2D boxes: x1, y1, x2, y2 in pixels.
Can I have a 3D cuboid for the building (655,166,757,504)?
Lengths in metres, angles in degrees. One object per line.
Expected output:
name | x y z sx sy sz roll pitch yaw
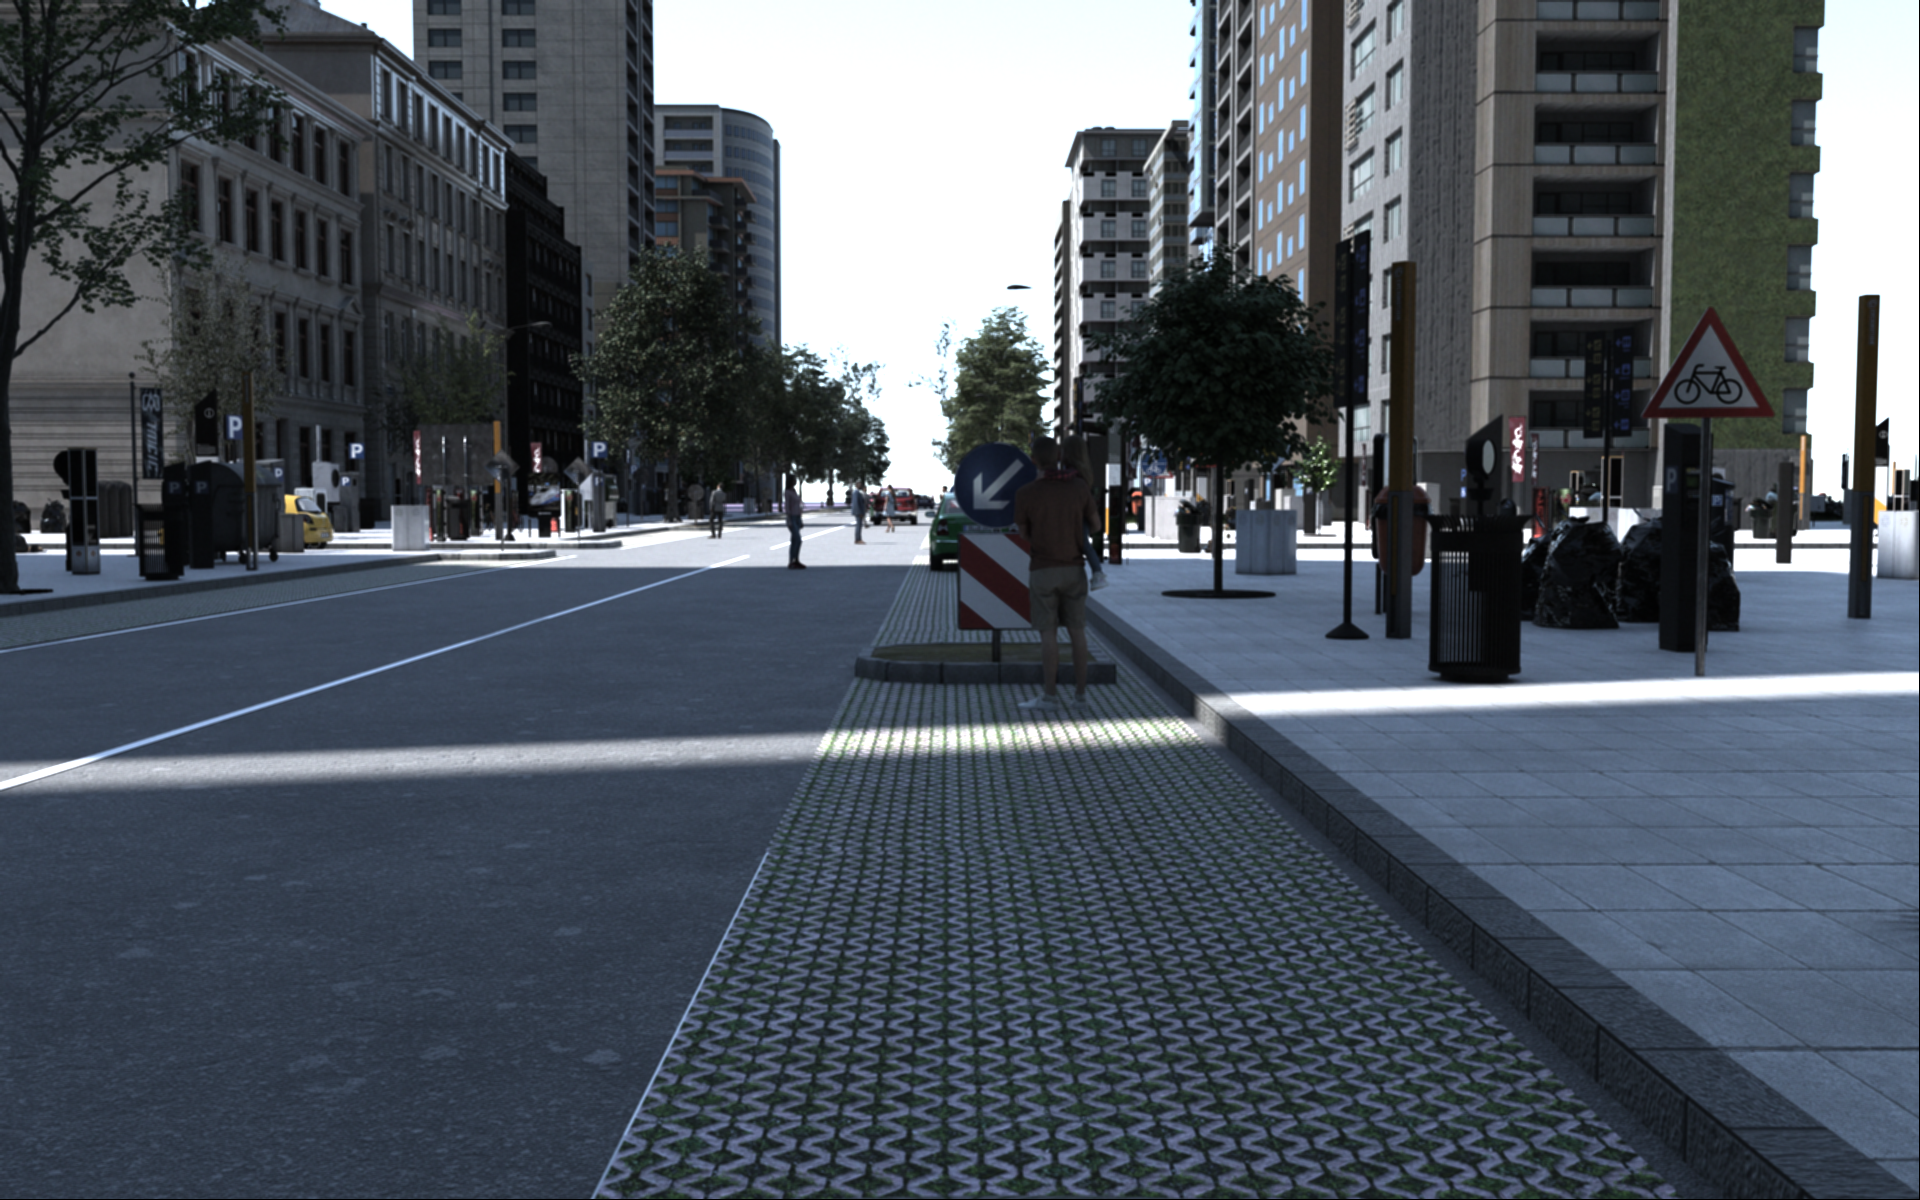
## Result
building | -39.147 -35.392 233.275 22.147 44.769 28.867 0 4 0

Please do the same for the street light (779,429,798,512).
street light | -12.163 -9.193 122.843 1.470 5.913 1.316 0 4 0

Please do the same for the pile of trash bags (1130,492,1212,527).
pile of trash bags | 8.482 -3.634 69.166 3.447 1.369 1.912 1 4 22

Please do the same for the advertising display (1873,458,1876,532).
advertising display | 16.254 -1.576 30.977 0.123 1.923 0.974 2 4 31

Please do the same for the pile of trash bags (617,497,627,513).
pile of trash bags | -23.673 -6.562 117.041 3.447 1.369 1.912 -3 4 -38

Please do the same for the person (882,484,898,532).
person | -2.574 -3.435 64.763 0.616 1.811 0.778 -2 4 -29

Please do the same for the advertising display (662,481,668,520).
advertising display | -14.379 -4.896 85.255 0.123 1.923 0.974 1 4 18

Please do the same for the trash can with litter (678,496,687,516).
trash can with litter | -16.203 -5.423 100.057 0.624 1.170 1.055 -2 4 -31

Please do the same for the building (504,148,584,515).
building | -32.565 -17.357 113.465 12.332 23.373 15.834 0 4 0

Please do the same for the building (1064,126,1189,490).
building | 29.882 -40.111 245.045 28.713 52.752 27.495 0 4 0

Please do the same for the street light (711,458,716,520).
street light | -11.946 -7.015 87.239 1.470 5.913 1.316 0 4 0

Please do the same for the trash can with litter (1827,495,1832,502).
trash can with litter | 55.252 -6.027 109.603 1.678 1.210 2.233 3 5 43

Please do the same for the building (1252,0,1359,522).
building | 22.783 -26.635 85.589 14.600 45.320 14.200 0 4 0

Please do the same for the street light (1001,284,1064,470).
street light | 1.724 -4.034 38.504 1.470 5.913 1.316 0 4 0

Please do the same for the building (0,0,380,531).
building | -32.545 -14.298 69.925 11.583 22.565 21.152 0 4 0

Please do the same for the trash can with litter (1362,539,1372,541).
trash can with litter | 12.319 -2.231 47.534 1.678 1.210 2.233 -3 5 -42

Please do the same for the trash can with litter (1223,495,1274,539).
trash can with litter | 8.381 -2.366 49.736 2.233 1.210 1.678 1 4 19

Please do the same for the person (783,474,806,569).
person | -3.170 -1.499 33.022 0.388 1.821 0.555 1 4 11

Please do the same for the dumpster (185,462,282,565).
dumpster | -13.552 -1.616 32.176 1.264 1.857 1.865 0 4 0

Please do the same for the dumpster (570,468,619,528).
dumpster | -13.681 -3.809 64.766 1.502 2.255 1.985 0 4 0

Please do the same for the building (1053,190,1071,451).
building | 25.853 -39.518 269.813 21.300 48.544 21.600 0 4 0

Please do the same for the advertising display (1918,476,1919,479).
advertising display | 33.754 -3.368 60.276 0.974 1.923 0.123 -1 4 -13

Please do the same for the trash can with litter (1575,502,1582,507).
trash can with litter | 17.373 -2.267 48.455 1.055 1.170 0.624 0 4 3

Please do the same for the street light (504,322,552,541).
street light | -11.719 -4.550 46.933 1.470 5.913 1.316 0 4 0

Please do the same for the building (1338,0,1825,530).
building | 23.357 -23.473 67.373 14.086 41.232 14.154 0 4 0

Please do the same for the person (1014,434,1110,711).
person | 0.687 -0.185 11.505 0.573 1.828 0.580 2 4 31

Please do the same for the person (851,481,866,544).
person | -2.923 -2.521 49.906 0.419 1.800 0.721 0 4 -5

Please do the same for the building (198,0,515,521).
building | -33.002 -18.082 92.910 12.463 27.353 25.104 0 4 0

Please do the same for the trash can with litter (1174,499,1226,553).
trash can with litter | 5.218 -1.611 37.728 1.055 1.170 0.624 0 4 -7

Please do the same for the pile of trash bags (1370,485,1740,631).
pile of trash bags | 5.860 -0.461 17.283 3.447 1.369 1.912 1 4 13

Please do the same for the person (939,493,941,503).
person | -2.981 -15.572 264.578 0.415 1.643 0.593 1 4 18

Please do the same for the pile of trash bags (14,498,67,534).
pile of trash bags | -30.939 -2.864 56.582 3.447 1.369 1.912 -1 4 -12

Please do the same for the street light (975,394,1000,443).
street light | 1.413 -6.617 80.733 1.470 5.913 1.316 0 4 0

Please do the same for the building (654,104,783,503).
building | -38.744 -44.035 261.963 21.231 58.520 28.212 0 4 0

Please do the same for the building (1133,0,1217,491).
building | 27.248 -50.708 141.739 22.319 86.520 31.000 0 4 0

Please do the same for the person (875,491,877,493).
person | -9.947 -12.083 206.066 0.705 1.823 1.348 2 4 35

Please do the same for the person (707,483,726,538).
person | -7.875 -2.900 56.094 0.592 1.802 0.473 -1 4 -21

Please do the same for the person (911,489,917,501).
person | -3.346 -6.826 120.374 0.678 1.792 0.850 -1 4 -13

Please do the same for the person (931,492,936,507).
person | -2.985 -11.386 195.601 0.436 1.711 0.756 -1 4 -12

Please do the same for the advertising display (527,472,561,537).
advertising display | -12.298 -2.815 51.247 0.974 1.923 0.123 -1 4 -14

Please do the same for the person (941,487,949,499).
person | -0.673 -4.633 84.210 0.622 1.834 0.822 2 4 34

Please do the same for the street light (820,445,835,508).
street light | -12.459 -11.658 163.147 1.470 5.913 1.316 0 4 0

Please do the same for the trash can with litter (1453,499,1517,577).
trash can with litter | 8.463 -0.973 26.959 1.678 1.210 2.233 0 4 -5

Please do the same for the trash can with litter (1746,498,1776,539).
trash can with litter | 23.035 -2.329 49.467 1.055 1.170 0.624 -1 4 -22

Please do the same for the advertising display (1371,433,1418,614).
advertising display | 4.713 -0.830 18.783 0.123 1.923 0.974 3 4 36

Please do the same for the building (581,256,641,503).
building | -41.314 -17.793 135.950 27.650 21.520 28.899 0 4 0

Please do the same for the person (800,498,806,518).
person | -9.515 -5.523 103.810 0.505 1.210 0.382 -2 4 -26

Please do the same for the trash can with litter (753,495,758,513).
trash can with litter | -14.184 -6.587 118.761 1.678 1.210 2.233 0 4 -4

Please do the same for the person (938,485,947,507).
person | -0.579 -3.893 72.420 0.850 1.792 0.678 -1 4 -9

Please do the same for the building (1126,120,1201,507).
building | 31.715 -29.344 171.661 32.217 40.220 23.993 0 4 0

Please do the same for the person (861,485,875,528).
person | -4.044 -3.923 72.918 0.850 1.792 0.678 3 5 40

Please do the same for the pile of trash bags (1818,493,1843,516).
pile of trash bags | 50.762 -5.578 100.951 1.912 1.369 3.447 0 4 6

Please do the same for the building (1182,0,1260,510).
building | 25.937 -41.096 110.180 20.563 71.187 20.611 0 4 0

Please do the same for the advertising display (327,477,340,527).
advertising display | -23.762 -3.718 66.001 0.974 1.923 0.123 1 4 16

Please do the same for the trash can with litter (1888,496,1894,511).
trash can with litter | 58.179 -5.904 107.914 0.624 1.170 1.055 -1 4 -15

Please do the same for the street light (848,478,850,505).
street light | -12.710 -14.288 206.143 1.470 5.913 1.316 0 4 0

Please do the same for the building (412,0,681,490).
building | -36.837 -44.093 159.174 20.563 71.187 20.611 0 4 0
